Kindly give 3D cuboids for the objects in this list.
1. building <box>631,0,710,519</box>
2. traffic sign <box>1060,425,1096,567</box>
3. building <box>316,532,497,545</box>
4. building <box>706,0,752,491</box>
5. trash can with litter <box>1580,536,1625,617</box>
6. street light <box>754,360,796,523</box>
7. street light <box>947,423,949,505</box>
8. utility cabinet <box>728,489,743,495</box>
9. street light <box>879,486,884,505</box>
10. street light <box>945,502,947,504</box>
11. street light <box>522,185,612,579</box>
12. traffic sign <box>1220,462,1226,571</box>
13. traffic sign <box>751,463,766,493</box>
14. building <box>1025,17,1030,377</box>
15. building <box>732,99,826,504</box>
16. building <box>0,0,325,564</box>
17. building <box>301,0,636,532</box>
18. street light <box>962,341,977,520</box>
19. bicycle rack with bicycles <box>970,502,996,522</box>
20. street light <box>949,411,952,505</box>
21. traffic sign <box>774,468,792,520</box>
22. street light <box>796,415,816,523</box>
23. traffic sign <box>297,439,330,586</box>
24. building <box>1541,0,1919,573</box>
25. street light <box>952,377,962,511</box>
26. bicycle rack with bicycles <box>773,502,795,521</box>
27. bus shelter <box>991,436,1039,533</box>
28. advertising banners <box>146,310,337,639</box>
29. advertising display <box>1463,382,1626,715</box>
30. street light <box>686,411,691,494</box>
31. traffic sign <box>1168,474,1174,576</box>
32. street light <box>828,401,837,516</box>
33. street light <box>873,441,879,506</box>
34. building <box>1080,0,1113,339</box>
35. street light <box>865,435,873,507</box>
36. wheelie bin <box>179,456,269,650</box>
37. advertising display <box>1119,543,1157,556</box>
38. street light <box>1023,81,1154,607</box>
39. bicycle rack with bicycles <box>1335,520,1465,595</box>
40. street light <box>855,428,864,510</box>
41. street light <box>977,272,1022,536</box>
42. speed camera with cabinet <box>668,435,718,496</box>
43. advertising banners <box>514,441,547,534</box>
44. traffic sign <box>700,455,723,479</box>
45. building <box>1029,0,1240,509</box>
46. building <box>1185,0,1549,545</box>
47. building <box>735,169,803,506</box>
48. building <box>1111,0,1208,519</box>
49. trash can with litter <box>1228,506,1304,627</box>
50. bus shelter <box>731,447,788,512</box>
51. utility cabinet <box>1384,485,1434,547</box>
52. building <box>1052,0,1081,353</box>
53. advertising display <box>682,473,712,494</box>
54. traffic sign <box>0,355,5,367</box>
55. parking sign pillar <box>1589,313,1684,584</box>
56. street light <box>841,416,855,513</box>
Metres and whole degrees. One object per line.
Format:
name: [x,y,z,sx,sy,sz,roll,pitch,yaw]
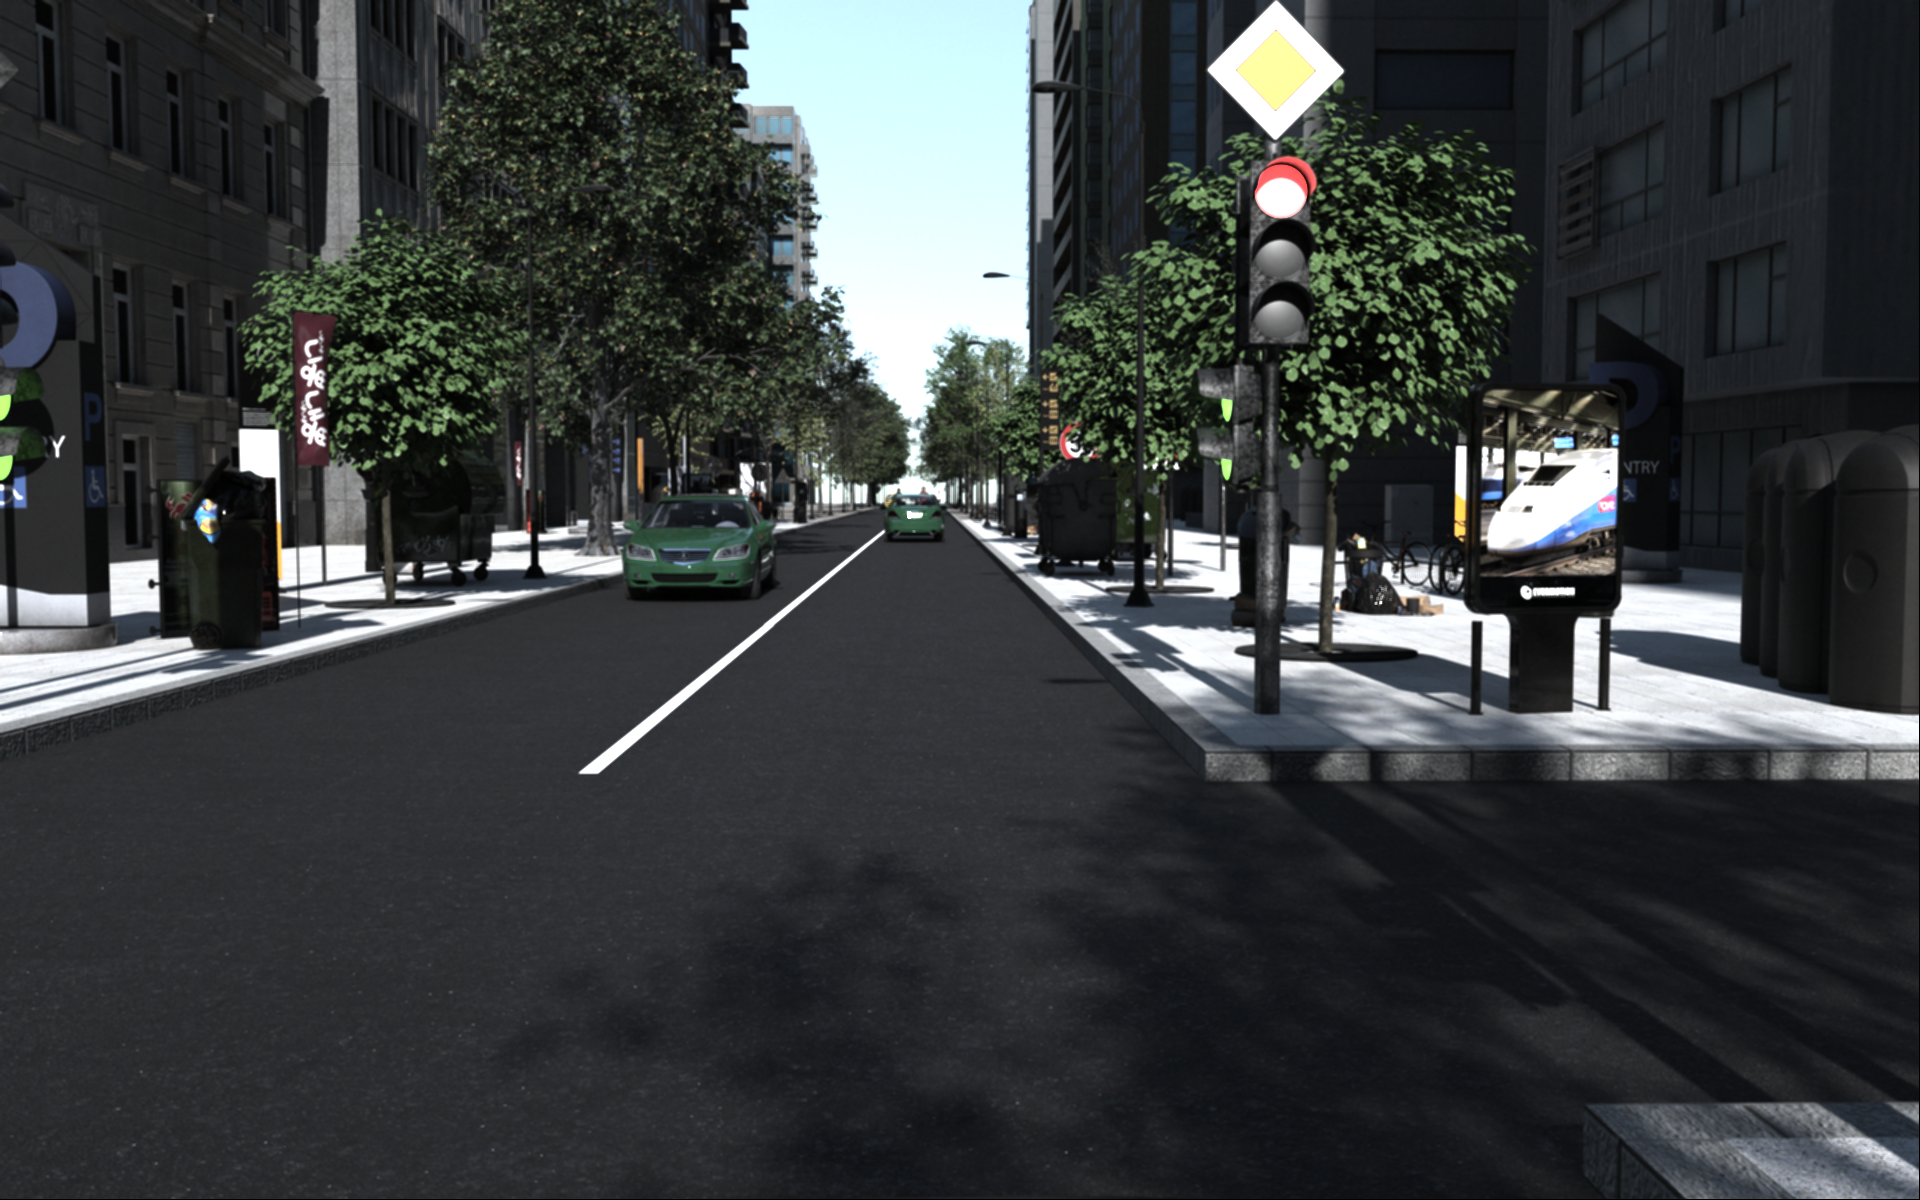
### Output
building: [-23.247,-27.866,105.723,14.600,45.320,14.200,0,4,-1]
traffic sign: [2.119,-1.842,30.224,0.768,2.556,0.104,0,4,5]
building: [-20.993,-14.329,52.294,12.078,24.808,19.932,0,4,-1]
building: [-27.297,-28.937,127.752,22.147,44.769,28.867,0,4,-1]
trash can with litter: [6.454,-0.422,18.293,0.624,1.170,1.055,-2,4,-32]
street light: [-6.541,-5.339,59.838,1.470,5.913,1.316,0,4,-1]
street light: [0.146,-7.553,96.035,1.470,5.913,1.316,0,4,-1]
utility cabinet: [-9.024,-3.729,69.643,0.318,1.500,1.173,0,4,7]
street light: [-8.369,-12.072,169.914,1.470,5.913,1.316,0,4,-1]
street light: [-0.120,-8.547,112.276,1.470,5.913,1.316,0,4,-1]
street light: [-5.918,-3.279,26.145,1.470,5.913,1.316,0,4,-1]
traffic sign: [4.377,-1.753,28.760,0.768,2.556,0.104,0,4,3]
traffic sign: [-8.304,-4.389,71.860,0.768,2.556,0.104,1,4,9]
building: [17.523,-55.940,227.292,22.319,86.520,31.000,0,4,-1]
building: [-29.118,-36.445,215.487,23.786,49.044,30.456,0,4,-1]
building: [-21.308,-14.218,29.731,12.463,27.353,25.104,0,4,-1]
building: [-21.364,-15.545,72.185,12.078,24.808,19.932,0,4,-1]
street light: [0.895,-4.899,52.639,1.470,5.913,1.316,0,4,-1]
bicycle rack with bicycles: [2.166,-4.047,79.558,2.925,0.926,2.852,1,4,17]
street light: [0.305,-6.886,85.121,1.470,5.913,1.316,0,4,-1]
traffic sign: [-8.737,-5.226,85.443,0.884,2.594,0.081,0,4,6]
street light: [-6.788,-6.416,77.448,1.470,5.913,1.316,0,4,-1]
traffic sign: [-8.854,-1.400,24.068,0.795,2.450,0.064,0,4,7]
building: [18.652,-21.003,26.996,14.086,41.232,14.154,0,4,-1]
street light: [0.542,-5.892,68.879,1.470,5.913,1.316,0,4,-1]
bicycle rack with bicycles: [-8.520,-4.254,82.928,2.852,0.926,2.925,0,4,-6]
bus shelter: [2.208,-5.091,60.876,2.179,5.291,8.768,0,4,-1]
advertising banners: [-6.583,-1.215,16.051,0.090,3.025,2.074,2,4,30]
advertising display: [3.417,-0.301,10.135,0.974,1.923,0.123,-1,4,-14]
street light: [-6.306,-4.346,43.596,1.470,5.913,1.316,0,4,-1]
traffic sign: [3.298,-1.650,27.083,0.768,2.556,0.104,0,4,7]
street light: [-6.883,-6.982,86.693,1.470,5.913,1.316,0,4,-1]
street light: [-8.152,-11.026,152.809,1.470,5.913,1.316,0,4,-1]
building: [15.510,-26.972,124.583,14.154,41.232,14.086,0,4,-1]
street light: [-7.790,-10.024,136.434,1.470,5.913,1.316,0,4,-1]
wheelie bin: [-6.168,-0.406,14.549,0.693,1.594,0.980,-2,4,-26]
advertising display: [3.741,-1.893,36.161,0.974,1.923,0.123,-2,4,-25]
street light: [1.507,-2.881,19.646,1.470,5.913,1.316,0,4,-1]
bicycle rack with bicycles: [6.449,-0.616,23.452,2.925,0.926,2.852,-3,5,-40]
street light: [-7.537,-9.031,120.192,1.470,5.913,1.316,0,4,-1]
street light: [1.174,-3.906,36.397,1.470,5.913,1.316,0,4,-1]
speed camera with cabinet: [-9.036,-3.936,58.681,0.660,3.252,2.038,2,4,29]
advertising banners: [-13.959,-3.673,56.239,0.090,3.025,2.074,-3,5,-41]
traffic sign: [-8.206,-3.485,57.082,0.768,2.556,0.104,0,4,4]
building: [18.422,-40.144,198.355,21.231,58.520,28.212,0,4,-1]
building: [18.717,-31.421,55.728,21.231,58.520,28.212,0,4,-1]
building: [-33.653,-30.324,187.679,32.217,40.220,23.993,0,4,-1]
building: [16.067,-27.275,96.054,14.600,45.320,14.200,0,4,-1]
trash can with litter: [3.004,-0.347,17.062,0.624,1.170,1.055,1,4,19]
bus shelter: [-8.897,-5.095,77.230,2.014,3.302,5.546,0,4,-1]
utility cabinet: [10.791,-2.014,41.608,1.173,1.500,0.318,-1,4,-20]
building: [18.997,-31.714,142.233,21.300,48.544,21.600,0,4,-1]
advertising display: [-8.220,-2.996,54.206,0.974,1.923,0.123,-2,4,-31]
traffic sign: [-7.764,-0.816,13.444,0.768,2.556,0.104,0,4,3]
parking sign pillar: [9.857,-2.257,25.381,1.447,3.967,1.447,-3,5,-42]
street light: [-7.214,-8.012,103.542,1.470,5.913,1.316,0,4,-1]
